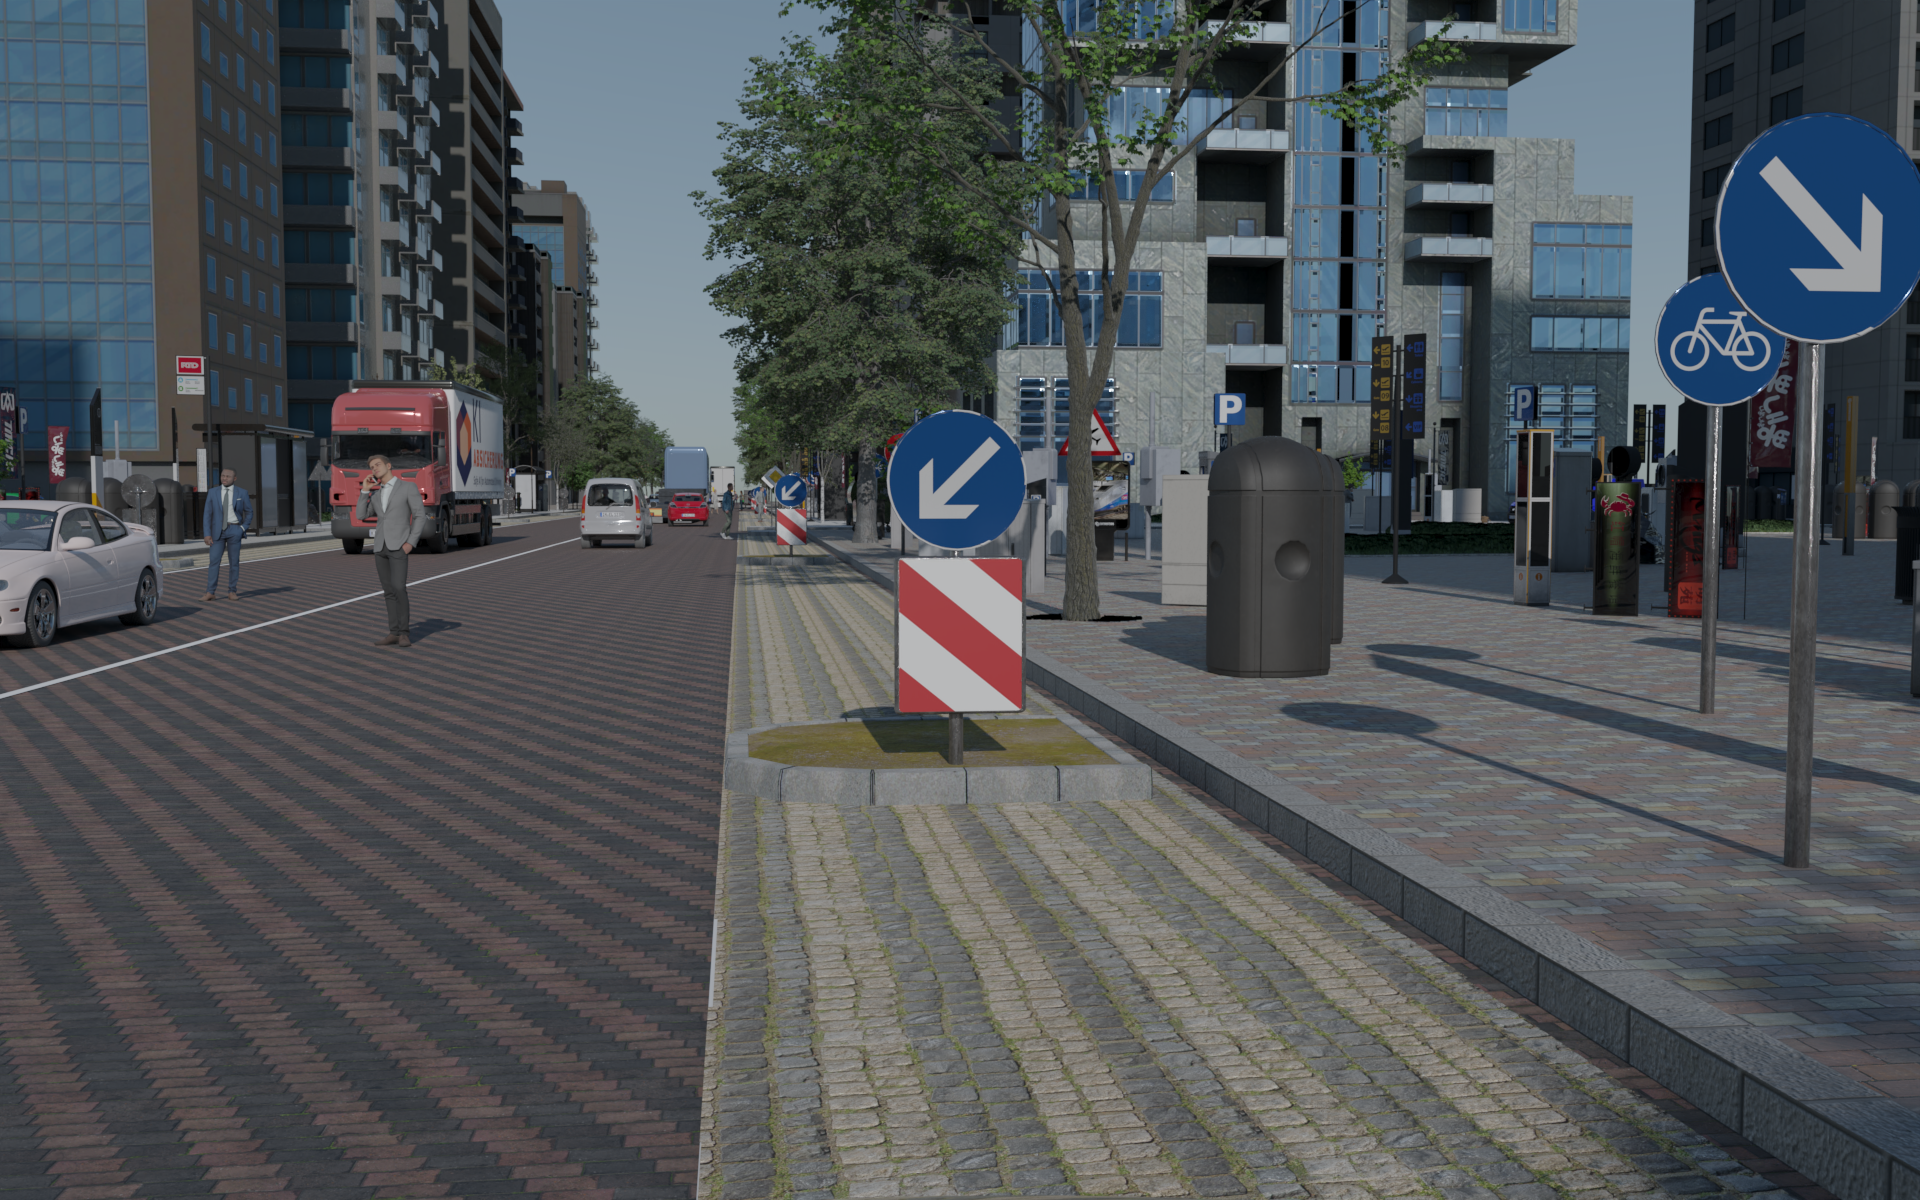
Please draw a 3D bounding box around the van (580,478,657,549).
[{"bbox_3d":[-9.262,-2.436,46.846,2.013,2.044,4.112,0,4,-6],"label":"van"}]

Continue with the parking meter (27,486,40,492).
[{"bbox_3d":[-30.797,-3.010,57.620,0.372,1.533,0.369,0,3,0],"label":"parking meter"}]

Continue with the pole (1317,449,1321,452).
[{"bbox_3d":[16.217,-5.167,78.324,0.158,3.312,0.155,0,3,0],"label":"pole"}]

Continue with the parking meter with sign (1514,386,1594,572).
[{"bbox_3d":[10.007,-1.971,28.481,1.738,3.016,0.543,-1,4,-16],"label":"parking meter with sign"}]

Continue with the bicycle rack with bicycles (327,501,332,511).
[{"bbox_3d":[-30.696,-4.515,87.209,2.852,0.926,2.925,-2,4,-24],"label":"bicycle rack with bicycles"}]

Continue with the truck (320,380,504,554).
[{"bbox_3d":[-13.909,-3.421,44.843,2.839,4.237,11.283,0,4,-6],"label":"truck"}]

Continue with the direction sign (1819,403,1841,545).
[{"bbox_3d":[21.783,-3.159,43.655,0.379,3.537,0.876,0,4,1],"label":"direction sign"}]

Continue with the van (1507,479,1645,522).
[{"bbox_3d":[24.386,-3.931,68.651,5.245,2.365,2.240,0,4,-8],"label":"van"}]

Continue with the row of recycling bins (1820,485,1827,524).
[{"bbox_3d":[37.956,-4.120,74.474,3.534,1.692,1.069,-3,4,-38],"label":"row of recycling bins"}]

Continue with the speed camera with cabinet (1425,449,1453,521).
[{"bbox_3d":[20.993,-4.987,75.873,0.660,3.252,2.038,0,4,-6],"label":"speed camera with cabinet"}]

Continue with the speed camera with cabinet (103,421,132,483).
[{"bbox_3d":[-22.441,-3.242,47.344,0.660,3.252,2.038,2,4,35],"label":"speed camera with cabinet"}]

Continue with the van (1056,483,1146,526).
[{"bbox_3d":[5.006,-3.578,65.515,4.112,2.044,2.013,0,4,-6],"label":"van"}]

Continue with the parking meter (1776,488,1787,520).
[{"bbox_3d":[36.025,-4.131,75.957,0.372,1.533,0.369,0,3,0],"label":"parking meter"}]

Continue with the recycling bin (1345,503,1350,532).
[{"bbox_3d":[10.559,-2.234,49.074,0.722,1.027,0.722,3,5,41],"label":"recycling bin"}]

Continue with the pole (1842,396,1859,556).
[{"bbox_3d":[18.569,-2.586,36.118,0.158,3.312,0.155,0,3,0],"label":"pole"}]

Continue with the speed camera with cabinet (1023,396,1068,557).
[{"bbox_3d":[1.828,-2.542,35.892,0.660,3.252,2.038,1,4,18],"label":"speed camera with cabinet"}]

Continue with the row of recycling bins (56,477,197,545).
[{"bbox_3d":[-20.778,-2.198,43.051,1.069,1.692,3.534,1,4,21],"label":"row of recycling bins"}]

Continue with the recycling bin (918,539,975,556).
[{"bbox_3d":[-0.171,-0.886,27.035,0.722,1.027,0.722,2,4,33],"label":"recycling bin"}]

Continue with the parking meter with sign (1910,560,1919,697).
[{"bbox_3d":[6.687,-0.925,11.388,0.543,3.016,1.738,3,4,39],"label":"parking meter with sign"}]

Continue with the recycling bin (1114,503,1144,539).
[{"bbox_3d":[4.805,-2.274,49.740,0.722,1.027,0.722,-3,4,-36],"label":"recycling bin"}]

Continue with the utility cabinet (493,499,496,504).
[{"bbox_3d":[-36.892,-7.756,137.974,1.020,1.237,0.306,1,4,12],"label":"utility cabinet"}]

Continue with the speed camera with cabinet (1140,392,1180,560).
[{"bbox_3d":[4.158,-2.369,33.068,0.660,3.252,2.038,-1,4,-22],"label":"speed camera with cabinet"}]

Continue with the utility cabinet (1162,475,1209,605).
[{"bbox_3d":[2.903,-0.675,19.721,1.173,1.500,0.318,2,4,31],"label":"utility cabinet"}]

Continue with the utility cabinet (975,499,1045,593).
[{"bbox_3d":[0.644,-0.710,22.778,0.306,1.237,1.020,-3,5,-45],"label":"utility cabinet"}]

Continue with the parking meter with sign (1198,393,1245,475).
[{"bbox_3d":[4.558,-2.117,30.867,0.543,3.016,1.738,0,4,-7],"label":"parking meter with sign"}]

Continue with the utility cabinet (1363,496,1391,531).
[{"bbox_3d":[14.700,-3.036,60.800,1.020,1.237,0.306,0,4,1],"label":"utility cabinet"}]

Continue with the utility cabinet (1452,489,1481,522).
[{"bbox_3d":[20.966,-3.853,71.682,1.173,1.500,0.318,-1,4,-16],"label":"utility cabinet"}]

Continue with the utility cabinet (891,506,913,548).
[{"bbox_3d":[-1.402,-1.858,41.539,0.306,1.237,1.020,1,4,13],"label":"utility cabinet"}]

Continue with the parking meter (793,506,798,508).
[{"bbox_3d":[-9.741,-5.877,101.805,0.255,1.863,0.399,2,4,35],"label":"parking meter"}]

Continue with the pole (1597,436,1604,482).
[{"bbox_3d":[22.706,-4.133,61.422,0.158,3.312,0.155,0,3,0],"label":"pole"}]

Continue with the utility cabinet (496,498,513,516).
[{"bbox_3d":[-26.497,-5.503,101.137,1.020,1.237,0.306,3,5,42],"label":"utility cabinet"}]

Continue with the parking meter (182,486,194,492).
[{"bbox_3d":[-24.757,-2.882,55.536,0.372,1.533,0.369,0,3,0],"label":"parking meter"}]

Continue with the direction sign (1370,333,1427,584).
[{"bbox_3d":[6.246,-2.003,24.754,0.379,3.537,0.876,-3,5,-43],"label":"direction sign"}]

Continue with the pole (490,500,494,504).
[{"bbox_3d":[-30.868,-7.357,114.131,0.158,3.312,0.155,0,3,0],"label":"pole"}]

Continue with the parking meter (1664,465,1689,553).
[{"bbox_3d":[14.234,-1.752,34.364,0.399,1.863,0.255,0,4,-8],"label":"parking meter"}]

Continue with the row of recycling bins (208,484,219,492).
[{"bbox_3d":[-31.903,-3.978,72.160,3.534,1.692,1.069,1,4,22],"label":"row of recycling bins"}]

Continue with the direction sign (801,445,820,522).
[{"bbox_3d":[-6.926,-5.404,80.345,0.876,3.537,0.379,0,4,1],"label":"direction sign"}]

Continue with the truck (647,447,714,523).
[{"bbox_3d":[-14.985,-6.279,92.419,2.967,4.110,18.799,0,4,-5],"label":"truck"}]

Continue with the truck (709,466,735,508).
[{"bbox_3d":[-24.693,-11.670,179.713,2.839,4.237,11.283,-1,4,-8],"label":"truck"}]

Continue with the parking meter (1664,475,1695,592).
[{"bbox_3d":[9.446,-0.874,22.707,0.372,1.533,0.369,0,3,0],"label":"parking meter"}]

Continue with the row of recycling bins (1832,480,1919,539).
[{"bbox_3d":[26.908,-2.593,49.508,3.534,1.692,1.069,1,4,10],"label":"row of recycling bins"}]

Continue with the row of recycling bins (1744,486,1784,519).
[{"bbox_3d":[39.750,-4.870,86.732,3.534,1.692,1.069,-1,4,-15],"label":"row of recycling bins"}]

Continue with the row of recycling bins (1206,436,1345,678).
[{"bbox_3d":[2.500,-0.402,13.690,1.069,1.692,3.534,1,4,15],"label":"row of recycling bins"}]

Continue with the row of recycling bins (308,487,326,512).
[{"bbox_3d":[-38.035,-5.712,100.504,3.534,1.692,1.069,3,4,37],"label":"row of recycling bins"}]

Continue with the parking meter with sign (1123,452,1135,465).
[{"bbox_3d":[6.560,-4.618,71.767,0.543,3.016,1.738,3,4,36],"label":"parking meter with sign"}]

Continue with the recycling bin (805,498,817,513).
[{"bbox_3d":[-10.281,-6.548,119.618,0.722,1.027,0.722,-1,4,-19],"label":"recycling bin"}]

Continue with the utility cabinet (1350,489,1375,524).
[{"bbox_3d":[16.762,-3.907,72.564,1.173,1.500,0.318,2,4,35],"label":"utility cabinet"}]

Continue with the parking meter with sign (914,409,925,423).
[{"bbox_3d":[-0.021,-2.392,35.367,1.738,3.016,0.543,-1,4,-18],"label":"parking meter with sign"}]

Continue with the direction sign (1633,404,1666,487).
[{"bbox_3d":[17.368,-3.163,43.714,0.876,3.537,0.379,-1,4,-10],"label":"direction sign"}]

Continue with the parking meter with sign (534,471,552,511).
[{"bbox_3d":[-30.896,-8.074,128.276,0.543,3.016,1.738,1,4,20],"label":"parking meter with sign"}]

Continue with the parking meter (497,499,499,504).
[{"bbox_3d":[-29.017,-6.333,109.259,0.399,1.863,0.255,3,5,40],"label":"parking meter"}]

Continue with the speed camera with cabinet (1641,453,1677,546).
[{"bbox_3d":[17.198,-2.933,42.284,0.660,3.252,2.038,0,4,6],"label":"speed camera with cabinet"}]

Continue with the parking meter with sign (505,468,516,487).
[{"bbox_3d":[-30.801,-7.447,118.019,0.543,3.016,1.738,-2,4,-33],"label":"parking meter with sign"}]

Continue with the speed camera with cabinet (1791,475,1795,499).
[{"bbox_3d":[39.412,-5.281,80.679,2.038,3.252,0.660,-3,5,-44],"label":"speed camera with cabinet"}]

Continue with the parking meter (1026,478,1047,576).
[{"bbox_3d":[1.172,-1.149,27.202,0.372,1.533,0.369,0,3,0],"label":"parking meter"}]

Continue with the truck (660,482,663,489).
[{"bbox_3d":[-33.724,-12.840,205.852,3.469,3.379,9.791,0,4,-8],"label":"truck"}]

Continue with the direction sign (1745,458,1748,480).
[{"bbox_3d":[42.000,-6.194,93.262,0.876,3.537,0.379,1,4,18],"label":"direction sign"}]

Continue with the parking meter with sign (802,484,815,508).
[{"bbox_3d":[-11.889,-8.532,135.760,0.543,3.016,1.738,-3,5,-43],"label":"parking meter with sign"}]

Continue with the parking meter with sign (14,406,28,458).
[{"bbox_3d":[-19.475,-2.329,34.343,1.738,3.016,0.543,-1,4,-12],"label":"parking meter with sign"}]
